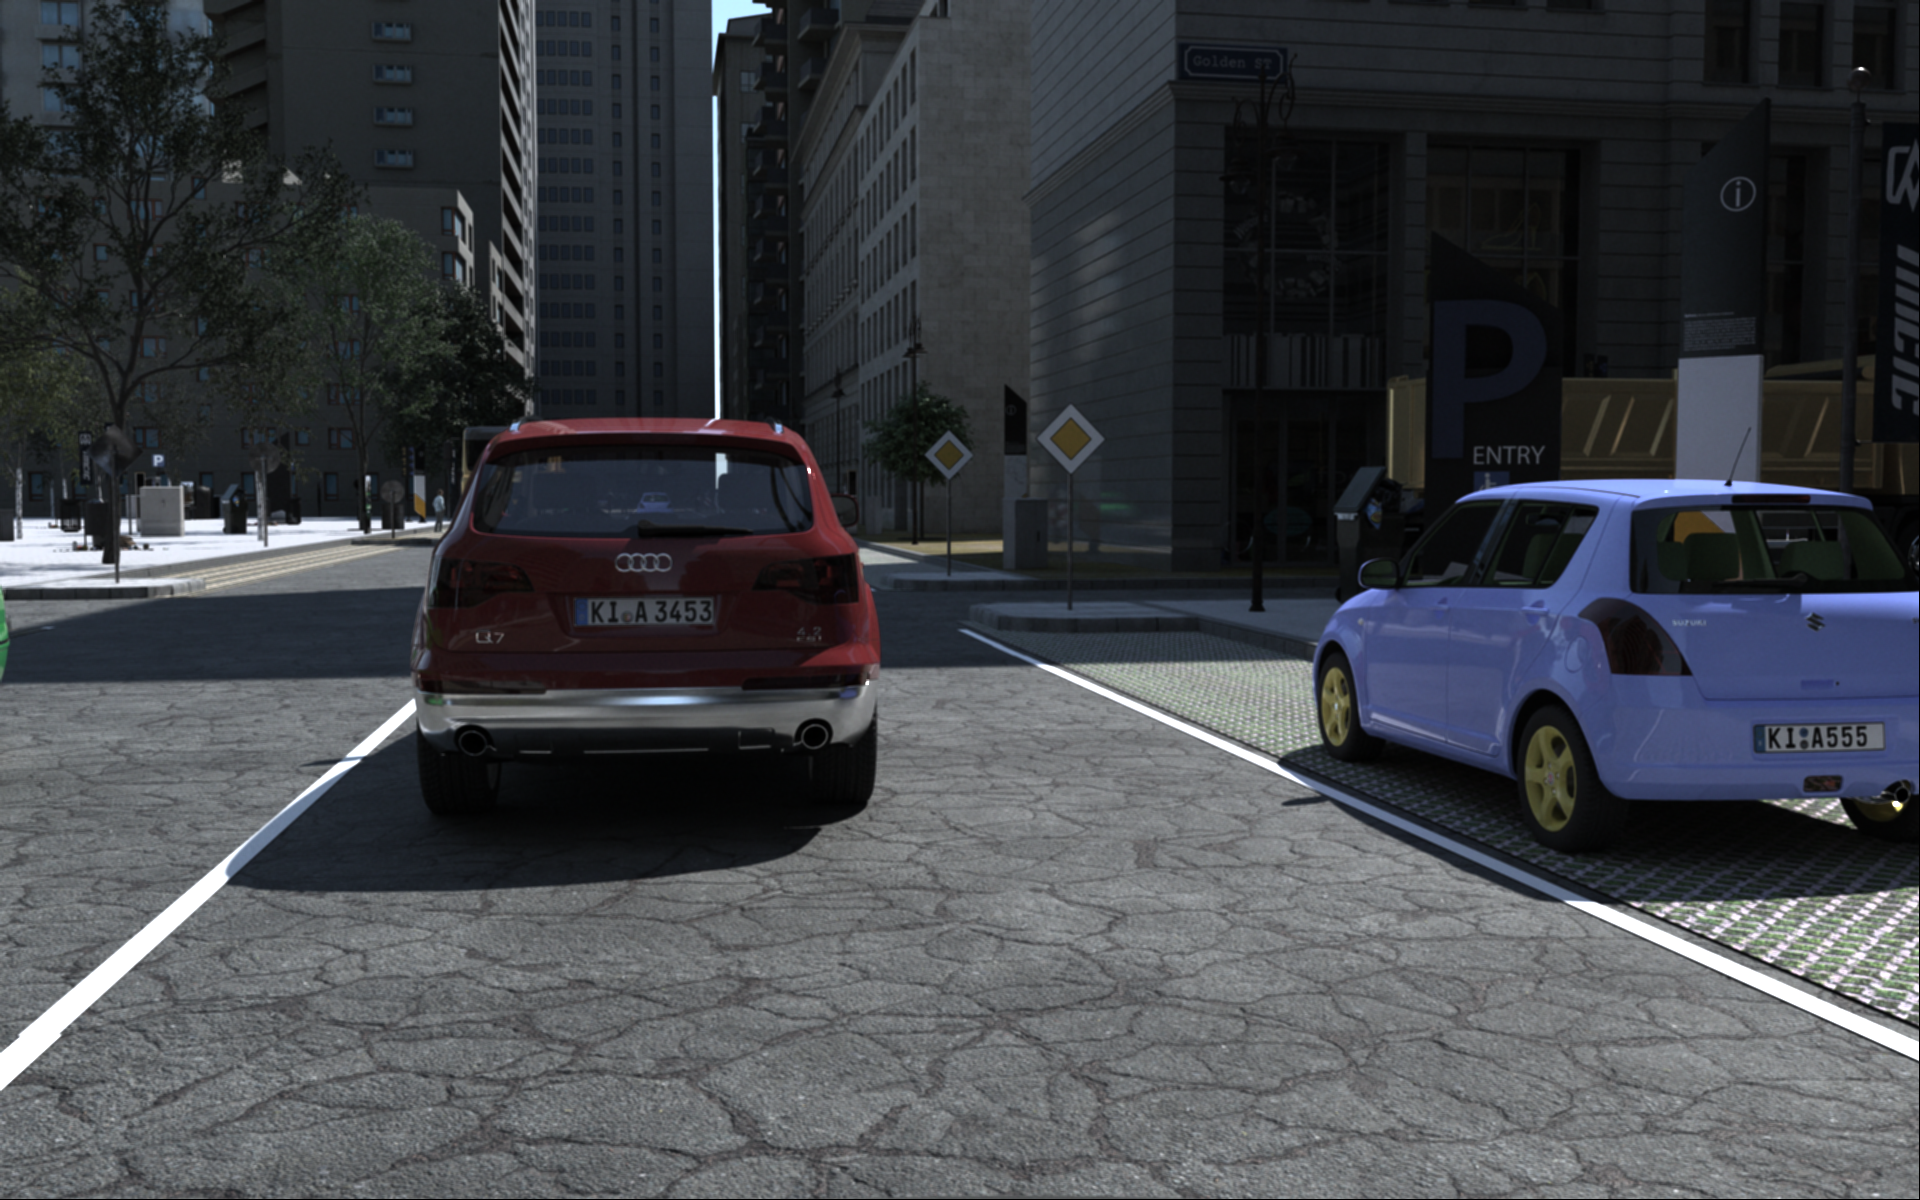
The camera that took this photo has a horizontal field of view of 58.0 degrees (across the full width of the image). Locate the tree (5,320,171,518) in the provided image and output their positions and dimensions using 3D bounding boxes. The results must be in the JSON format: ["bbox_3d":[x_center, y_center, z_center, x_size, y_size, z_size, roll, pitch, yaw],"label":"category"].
[{"bbox_3d":[-34.527,-7.257,69.013,4.360,8.622,3.978,0,3,0],"label":"tree"}]

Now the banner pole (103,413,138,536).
[{"bbox_3d":[-25.883,-3.876,53.396,0.863,3.779,0.401,-2,4,-28],"label":"banner pole"}]

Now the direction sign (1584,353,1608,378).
[{"bbox_3d":[10.324,-2.215,28.219,0.379,3.537,0.876,3,5,42],"label":"direction sign"}]

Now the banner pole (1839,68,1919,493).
[{"bbox_3d":[5.514,-1.243,10.333,0.863,3.779,0.401,-1,4,-9],"label":"banner pole"}]

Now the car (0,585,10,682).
[{"bbox_3d":[-6.031,0.051,7.966,1.959,1.807,4.718,-1,4,-9],"label":"car"}]

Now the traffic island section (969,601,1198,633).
[{"bbox_3d":[1.235,0.189,19.197,2.009,0.180,2.903,-1,4,-10],"label":"traffic island section"}]

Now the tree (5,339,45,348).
[{"bbox_3d":[-42.867,-7.691,76.110,4.360,8.622,3.978,0,3,0],"label":"tree"}]

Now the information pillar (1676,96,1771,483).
[{"bbox_3d":[4.607,-1.169,10.470,0.504,3.616,0.183,3,5,41],"label":"information pillar"}]

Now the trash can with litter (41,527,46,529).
[{"bbox_3d":[-33.406,-3.315,65.253,2.233,1.210,1.678,-1,4,-9],"label":"trash can with litter"}]

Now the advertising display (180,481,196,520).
[{"bbox_3d":[-38.235,-4.921,85.675,0.974,1.923,0.123,1,4,16],"label":"advertising display"}]

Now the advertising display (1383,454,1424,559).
[{"bbox_3d":[7.225,-1.388,27.902,0.974,1.923,0.123,-2,4,-24],"label":"advertising display"}]

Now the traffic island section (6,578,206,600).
[{"bbox_3d":[-12.161,-0.163,24.952,2.009,0.180,2.903,-1,4,-10],"label":"traffic island section"}]

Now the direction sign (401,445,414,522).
[{"bbox_3d":[-25.440,-5.373,79.850,0.876,3.537,0.379,2,4,33],"label":"direction sign"}]

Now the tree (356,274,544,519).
[{"bbox_3d":[-26.670,-10.638,90.938,9.611,12.733,9.660,0,3,0],"label":"tree"}]

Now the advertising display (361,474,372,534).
[{"bbox_3d":[-19.059,-3.085,55.649,0.123,1.923,0.974,-1,4,-9],"label":"advertising display"}]

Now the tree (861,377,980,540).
[{"bbox_3d":[-0.995,-3.978,48.758,4.285,4.588,4.351,0,3,0],"label":"tree"}]

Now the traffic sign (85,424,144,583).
[{"bbox_3d":[-12.139,-1.300,24.895,0.795,2.450,0.064,-1,4,-10],"label":"traffic sign"}]

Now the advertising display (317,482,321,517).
[{"bbox_3d":[-35.659,-5.578,96.415,0.123,1.923,0.974,-1,4,-17],"label":"advertising display"}]

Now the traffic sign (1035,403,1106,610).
[{"bbox_3d":[1.213,-0.946,19.116,0.795,2.450,0.064,-1,4,-10],"label":"traffic sign"}]

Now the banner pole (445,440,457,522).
[{"bbox_3d":[-23.799,-5.565,81.009,0.401,3.779,0.863,1,4,17],"label":"banner pole"}]

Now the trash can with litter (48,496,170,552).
[{"bbox_3d":[-19.234,-1.731,39.367,2.233,1.210,1.678,-1,4,-11],"label":"trash can with litter"}]

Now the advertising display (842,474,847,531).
[{"bbox_3d":[-3.632,-3.068,55.372,0.123,1.923,0.974,-1,4,-11],"label":"advertising display"}]

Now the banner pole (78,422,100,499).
[{"bbox_3d":[-30.297,-4.304,60.395,0.401,3.779,0.863,3,4,37],"label":"banner pole"}]

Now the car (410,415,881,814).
[{"bbox_3d":[-1.628,-0.045,9.406,2.281,1.827,5.304,-1,4,-8],"label":"car"}]

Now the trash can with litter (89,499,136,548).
[{"bbox_3d":[-20.348,-1.848,41.600,1.055,1.170,0.624,0,4,5],"label":"trash can with litter"}]

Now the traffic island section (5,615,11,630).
[{"bbox_3d":[-10.772,0.318,17.089,2.009,0.180,2.903,-1,4,-10],"label":"traffic island section"}]

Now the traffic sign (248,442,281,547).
[{"bbox_3d":[-16.919,-2.571,42.145,0.768,2.556,0.104,0,4,-5],"label":"traffic sign"}]

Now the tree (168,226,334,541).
[{"bbox_3d":[-19.241,-5.936,47.424,4.360,8.622,3.978,0,3,0],"label":"tree"}]

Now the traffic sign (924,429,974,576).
[{"bbox_3d":[-0.176,-1.427,26.979,0.795,2.450,0.064,-1,4,-10],"label":"traffic sign"}]

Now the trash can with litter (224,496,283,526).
[{"bbox_3d":[-28.701,-3.628,70.381,2.233,1.210,1.678,-1,4,-23],"label":"trash can with litter"}]

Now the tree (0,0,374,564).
[{"bbox_3d":[-15.307,-5.929,31.356,7.601,10.594,8.767,2,4,25],"label":"tree"}]

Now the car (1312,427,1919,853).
[{"bbox_3d":[2.984,0.079,8.293,1.945,1.707,3.694,-1,4,-9],"label":"car"}]

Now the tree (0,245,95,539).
[{"bbox_3d":[-26.971,-6.067,49.554,4.737,8.622,4.395,0,3,0],"label":"tree"}]

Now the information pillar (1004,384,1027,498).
[{"bbox_3d":[1.164,-2.778,36.778,0.504,3.616,0.183,0,4,2],"label":"information pillar"}]

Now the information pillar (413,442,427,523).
[{"bbox_3d":[-24.075,-5.250,77.186,0.504,3.616,0.183,-3,5,-40],"label":"information pillar"}]

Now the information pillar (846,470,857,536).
[{"bbox_3d":[-3.336,-2.994,53.436,0.304,2.012,0.304,-1,4,-12],"label":"information pillar"}]

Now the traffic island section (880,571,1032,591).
[{"bbox_3d":[-0.154,-0.292,27.061,2.009,0.180,2.903,-1,4,-10],"label":"traffic island section"}]

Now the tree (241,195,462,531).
[{"bbox_3d":[-21.125,-8.261,60.821,9.928,11.665,9.643,0,3,0],"label":"tree"}]

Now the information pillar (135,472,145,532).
[{"bbox_3d":[-27.814,-3.322,58.803,0.304,2.012,0.304,-2,4,-27],"label":"information pillar"}]
